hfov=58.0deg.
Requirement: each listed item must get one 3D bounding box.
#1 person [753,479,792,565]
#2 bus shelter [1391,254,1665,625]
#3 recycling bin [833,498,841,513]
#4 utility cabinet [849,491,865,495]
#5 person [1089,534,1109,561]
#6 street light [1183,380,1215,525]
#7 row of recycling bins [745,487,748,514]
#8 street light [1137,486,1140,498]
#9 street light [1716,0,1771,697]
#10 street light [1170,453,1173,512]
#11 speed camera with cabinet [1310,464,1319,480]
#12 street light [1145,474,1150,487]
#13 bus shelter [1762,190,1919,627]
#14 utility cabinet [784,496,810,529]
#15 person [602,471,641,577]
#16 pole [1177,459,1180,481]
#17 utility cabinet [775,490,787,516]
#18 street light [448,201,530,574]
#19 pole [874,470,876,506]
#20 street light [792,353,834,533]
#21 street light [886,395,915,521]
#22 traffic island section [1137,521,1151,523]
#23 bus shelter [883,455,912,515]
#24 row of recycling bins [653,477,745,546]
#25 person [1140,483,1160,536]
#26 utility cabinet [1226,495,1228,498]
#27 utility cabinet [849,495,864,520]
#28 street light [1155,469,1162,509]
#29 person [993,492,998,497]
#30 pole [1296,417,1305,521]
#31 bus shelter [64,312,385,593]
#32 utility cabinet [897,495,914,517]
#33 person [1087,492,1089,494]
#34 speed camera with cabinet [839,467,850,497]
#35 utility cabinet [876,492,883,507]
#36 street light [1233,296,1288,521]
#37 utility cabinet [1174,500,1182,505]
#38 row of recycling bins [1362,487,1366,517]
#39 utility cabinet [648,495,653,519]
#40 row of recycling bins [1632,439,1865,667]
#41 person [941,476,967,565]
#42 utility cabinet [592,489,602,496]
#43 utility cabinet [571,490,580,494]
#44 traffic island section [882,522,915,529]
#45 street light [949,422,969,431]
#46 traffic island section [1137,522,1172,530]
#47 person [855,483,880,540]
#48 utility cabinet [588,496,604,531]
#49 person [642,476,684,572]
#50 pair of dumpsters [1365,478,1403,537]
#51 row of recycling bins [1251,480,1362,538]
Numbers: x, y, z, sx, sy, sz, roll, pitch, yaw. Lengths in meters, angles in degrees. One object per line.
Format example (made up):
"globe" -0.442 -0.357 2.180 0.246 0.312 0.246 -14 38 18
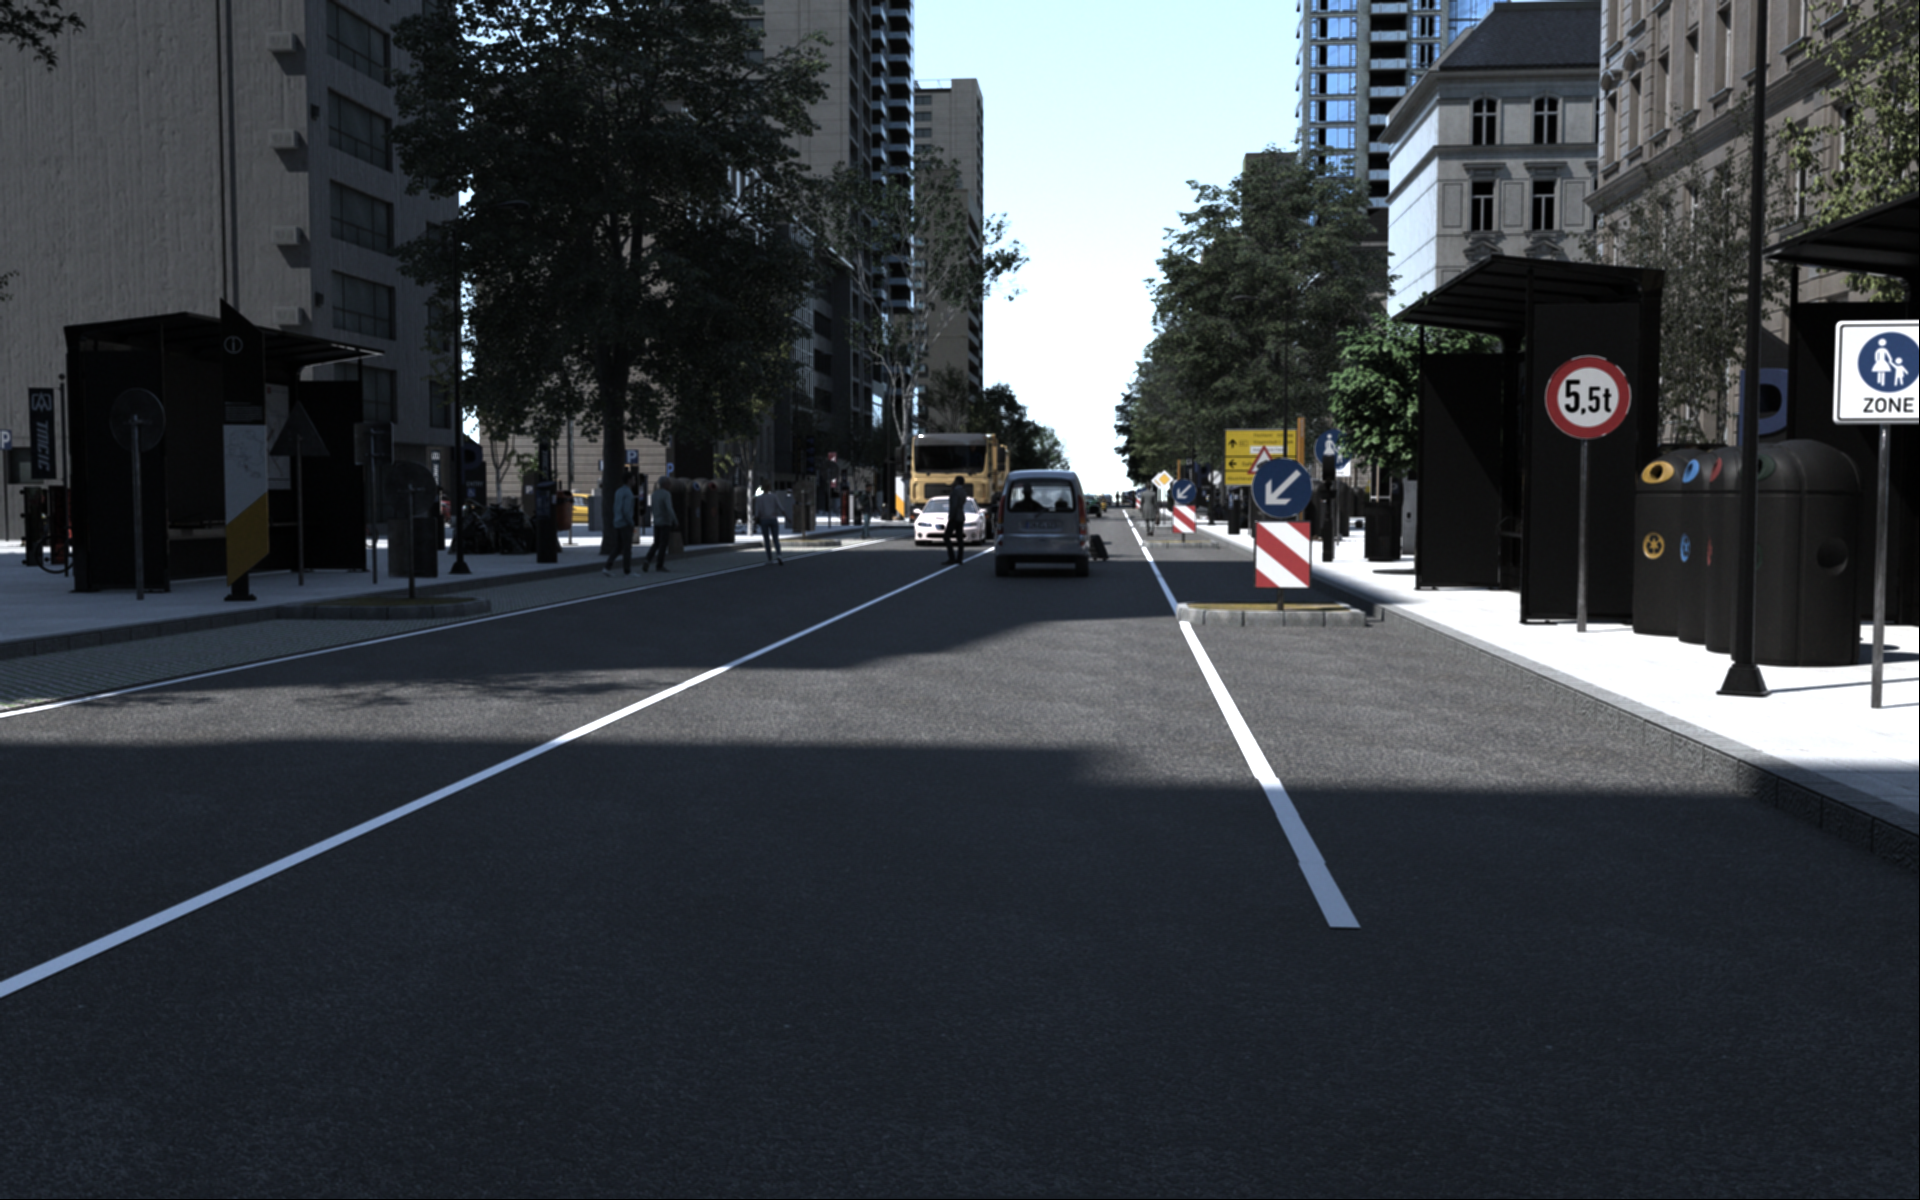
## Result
"person" -3.748 -1.581 35.015 0.731 1.740 0.598 -2 4 -28
"bus shelter" 6.322 -1.757 20.005 1.731 3.624 6.357 0 4 5
"recycling bin" -7.978 -6.254 114.813 0.722 1.027 0.722 -1 4 -18
"utility cabinet" -6.350 -6.066 107.861 1.173 1.500 0.318 -1 4 -11
"person" 2.535 -1.715 36.762 1.509 1.804 0.699 -2 4 -33
"street light" 9.770 -6.013 70.857 1.470 5.913 1.316 0 4 5
"row of recycling bins" -11.364 -5.041 89.532 1.069 1.692 3.534 -1 4 -9
"street light" 24.090 -15.742 229.918 1.470 5.913 1.316 0 4 5
"street light" 4.488 -2.351 10.984 1.470 5.913 1.316 0 4 5
"street light" 11.879 -7.420 93.863 1.470 5.913 1.316 0 4 5
"speed camera with cabinet" 19.628 -6.459 99.947 2.038 3.252 0.660 -1 4 -9
"street light" 17.248 -11.077 153.648 1.470 5.913 1.316 0 4 5
"bus shelter" 8.315 -1.383 13.890 1.731 3.624 6.357 0 4 5
"utility cabinet" -6.003 -3.234 64.041 1.020 1.237 0.306 2 4 33
"person" -5.846 -1.304 29.834 0.620 1.820 0.660 -3 4 -38
"pole" 12.891 -6.623 102.135 0.158 3.312 0.155 0 3 0
"utility cabinet" -10.291 -5.703 101.921 1.173 1.500 0.318 0 4 -7
"street light" -7.503 -3.370 27.636 1.470 5.913 1.316 0 4 5
"pole" -7.090 -9.227 144.704 0.158 3.312 0.155 0 3 0
"street light" -4.863 -5.182 57.263 1.470 5.913 1.316 0 4 5
"street light" -2.808 -6.667 81.542 1.470 5.913 1.316 0 4 5
"traffic island section" 9.112 -3.473 79.059 2.009 0.180 2.903 0 4 5
"bus shelter" -3.535 -7.116 107.626 1.731 3.624 6.357 0 4 5
"row of recycling bins" -6.808 -2.271 44.242 1.069 1.692 3.534 1 4 18
"person" 6.540 -3.113 59.499 0.694 1.812 0.767 1 4 18
"utility cabinet" 17.877 -6.391 115.647 1.020 1.237 0.306 3 5 39
"utility cabinet" -4.976 -4.541 85.402 1.020 1.237 0.306 0 4 5
"street light" 14.574 -9.232 123.485 1.470 5.913 1.316 0 4 5
"person" 1.465 -3.419 64.611 0.699 1.804 1.509 -2 4 -32
"pole" 9.080 -3.201 46.177 0.158 3.312 0.155 0 3 0
"bus shelter" -10.555 -2.094 25.518 1.731 3.624 6.357 0 4 5
"utility cabinet" -3.009 -5.230 96.677 1.020 1.237 0.306 -1 4 -10
"person" 17.188 -13.554 230.628 0.721 1.766 1.217 -1 4 -20
"speed camera with cabinet" -8.312 -8.261 129.407 0.660 3.252 2.038 2 4 24
"utility cabinet" -7.008 -8.798 152.530 0.318 1.500 1.173 2 4 28
"street light" 7.094 -4.167 40.665 1.470 5.913 1.316 0 4 5
"utility cabinet" 12.469 -5.351 98.648 0.306 1.237 1.020 1 4 21
"row of recycling bins" 22.144 -5.426 95.834 1.069 1.692 3.534 3 5 44
"utility cabinet" -16.284 -4.874 90.850 1.020 1.237 0.306 3 5 39
"row of recycling bins" 6.544 -0.452 14.506 1.069 1.692 3.534 0 4 6
"person" -0.110 -1.630 35.334 0.473 1.802 0.592 3 5 41
"utility cabinet" -15.083 -3.985 73.830 1.173 1.500 0.318 -2 4 -31
"utility cabinet" -19.405 -4.794 87.058 0.318 1.500 1.173 -2 4 -30
"traffic island section" -2.099 -3.044 72.046 2.009 0.180 2.903 0 4 5
"street light" -0.111 -8.478 111.163 1.470 5.913 1.316 0 4 5
"traffic island section" 8.400 -2.986 71.106 2.009 0.180 2.903 0 4 5
"person" -2.896 -2.767 54.095 0.721 1.781 0.623 1 4 8
"utility cabinet" -12.486 -3.007 60.332 0.306 1.237 1.020 2 4 35
"person" -5.394 -1.376 31.490 0.782 1.767 0.515 3 5 43
"pair of dumpsters" 10.402 -2.282 39.811 1.574 2.255 4.437 0 4 5
"row of recycling bins" 10.157 -2.705 51.342 3.534 1.692 1.069 -2 4 -31
